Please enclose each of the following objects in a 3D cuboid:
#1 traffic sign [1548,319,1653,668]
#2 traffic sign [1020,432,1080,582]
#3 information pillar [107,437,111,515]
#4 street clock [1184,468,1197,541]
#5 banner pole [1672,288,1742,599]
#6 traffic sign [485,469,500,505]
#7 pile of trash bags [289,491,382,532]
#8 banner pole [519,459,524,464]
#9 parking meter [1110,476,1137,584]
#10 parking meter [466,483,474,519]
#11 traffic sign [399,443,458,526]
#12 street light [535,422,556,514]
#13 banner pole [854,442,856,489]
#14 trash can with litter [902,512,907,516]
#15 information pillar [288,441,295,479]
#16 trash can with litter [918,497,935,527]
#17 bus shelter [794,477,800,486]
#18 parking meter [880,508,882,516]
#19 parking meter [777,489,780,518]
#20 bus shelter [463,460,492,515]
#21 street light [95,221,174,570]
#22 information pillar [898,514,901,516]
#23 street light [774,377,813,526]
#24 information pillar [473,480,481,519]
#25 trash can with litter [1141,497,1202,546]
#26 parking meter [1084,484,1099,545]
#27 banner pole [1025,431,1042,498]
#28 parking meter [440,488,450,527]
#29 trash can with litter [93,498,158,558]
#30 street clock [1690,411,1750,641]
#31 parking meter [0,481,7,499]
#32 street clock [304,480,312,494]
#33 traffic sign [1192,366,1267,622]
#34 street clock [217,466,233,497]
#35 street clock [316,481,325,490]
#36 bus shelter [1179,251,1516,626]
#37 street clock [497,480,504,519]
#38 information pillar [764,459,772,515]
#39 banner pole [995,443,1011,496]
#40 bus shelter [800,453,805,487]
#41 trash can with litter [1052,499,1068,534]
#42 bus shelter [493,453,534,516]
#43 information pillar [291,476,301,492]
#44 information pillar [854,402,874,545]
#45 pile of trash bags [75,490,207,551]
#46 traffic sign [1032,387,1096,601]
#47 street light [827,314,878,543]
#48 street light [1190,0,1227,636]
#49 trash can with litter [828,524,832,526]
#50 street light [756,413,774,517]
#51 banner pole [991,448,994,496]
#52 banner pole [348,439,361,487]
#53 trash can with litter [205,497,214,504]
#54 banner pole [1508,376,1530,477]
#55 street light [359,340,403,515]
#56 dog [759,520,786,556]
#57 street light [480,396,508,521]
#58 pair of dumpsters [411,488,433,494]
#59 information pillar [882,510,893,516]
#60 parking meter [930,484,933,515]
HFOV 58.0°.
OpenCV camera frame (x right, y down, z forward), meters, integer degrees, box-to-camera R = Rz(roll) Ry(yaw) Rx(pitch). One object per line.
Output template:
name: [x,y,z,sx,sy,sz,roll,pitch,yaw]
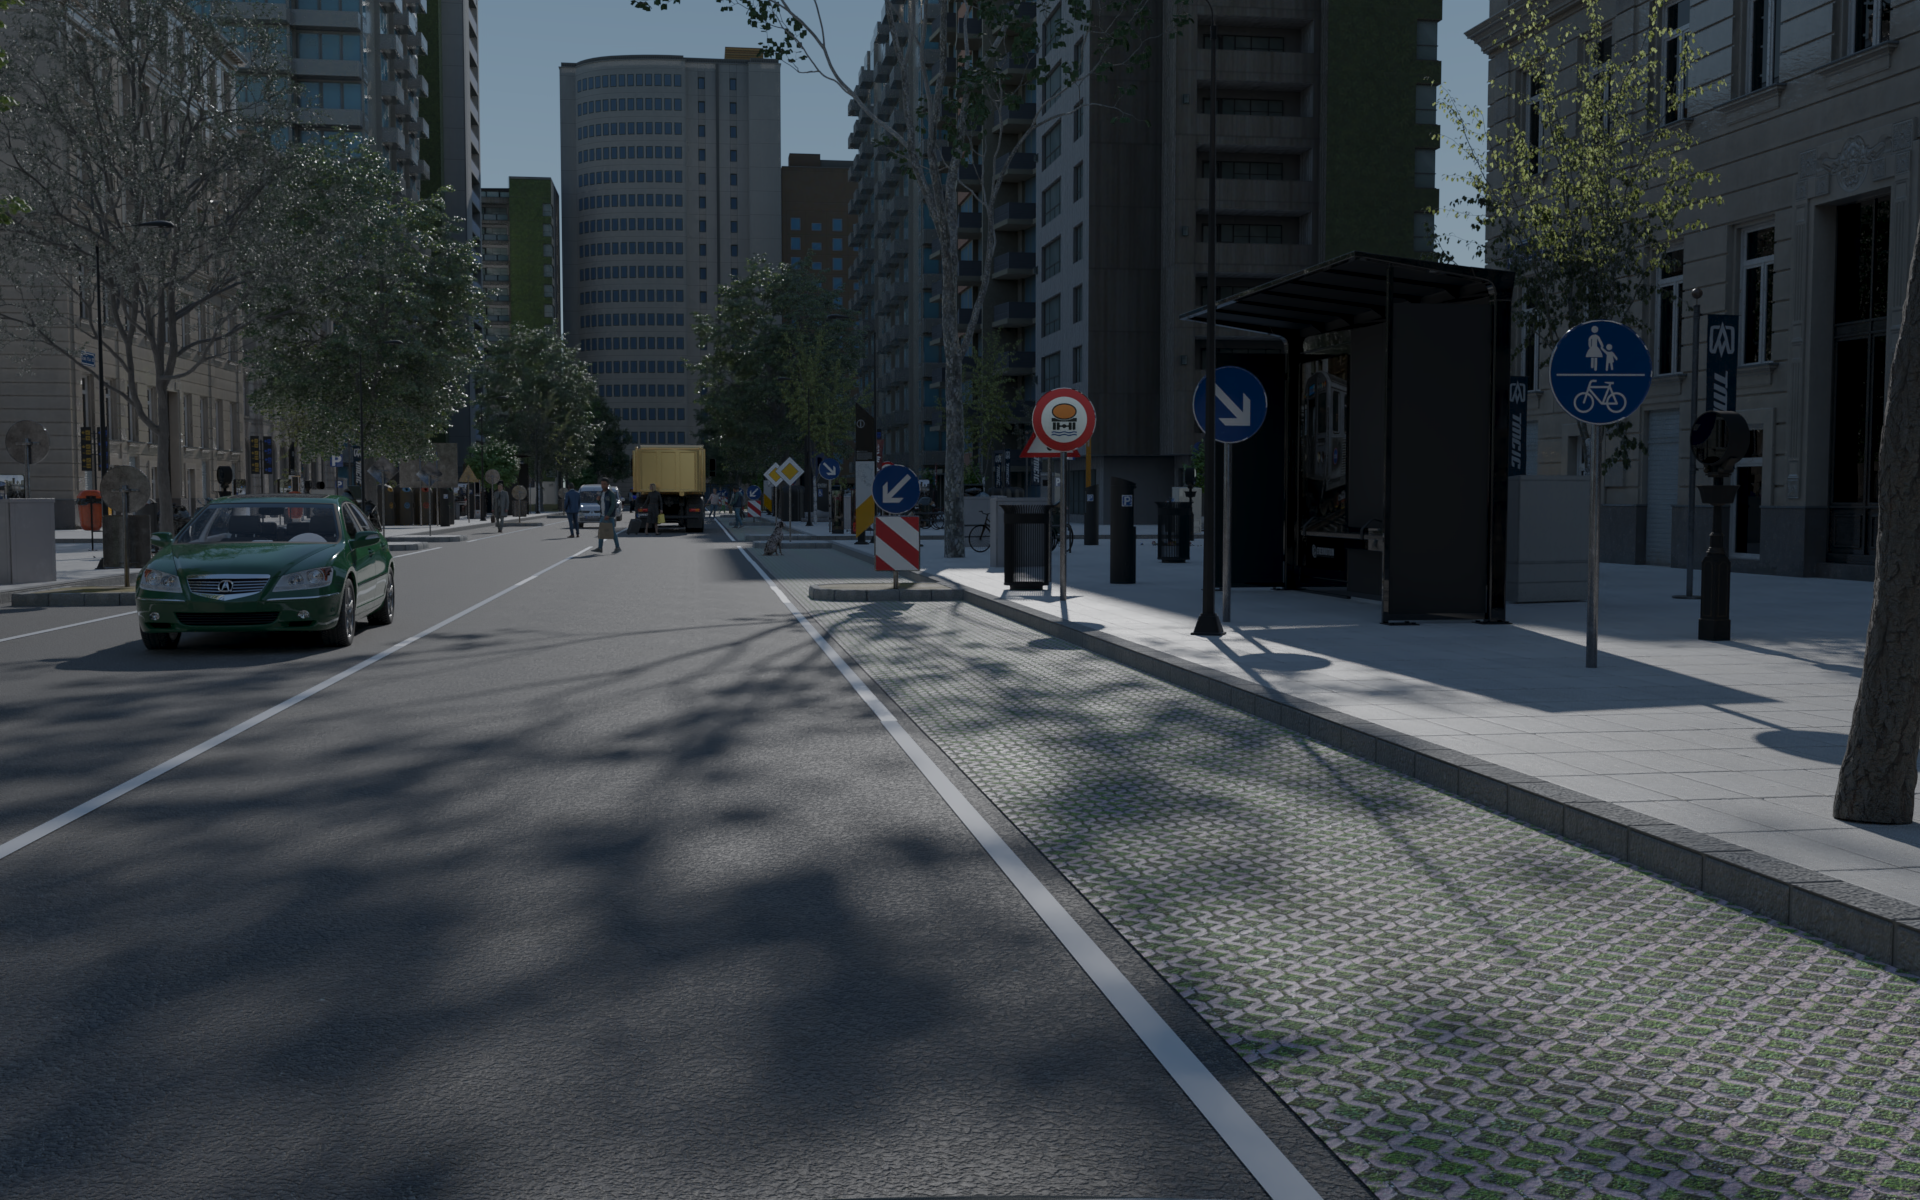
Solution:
traffic sign: [4.669,-0.772,12.728,0.768,2.556,0.104,0,4,-2]
traffic sign: [1.304,-1.539,25.162,0.884,2.594,0.081,0,4,-2]
information pillar: [-30.371,-4.303,61.704,0.183,3.616,0.504,-1,4,-14]
street clock: [6.302,-2.617,47.366,0.358,2.002,0.471,1,4,20]
banner pole: [9.183,-1.909,21.237,0.863,3.779,0.401,-1,4,-17]
traffic sign: [-24.000,-5.432,88.919,0.768,2.556,0.104,0,4,-5]
pile of trash bags: [-21.217,-2.975,58.401,3.447,1.369,1.912,1,4,15]
banner pole: [-28.857,-7.576,113.879,0.401,3.779,0.863,1,4,14]
parking meter: [2.337,-1.003,24.808,0.372,1.533,0.369,0,3,0]
parking meter: [-25.114,-5.080,88.766,0.399,1.863,0.255,-1,4,-18]
traffic sign: [-21.182,-4.598,69.046,2.265,3.308,0.079,0,4,-7]
street light: [-26.728,-8.514,111.751,1.470,5.913,1.316,-1,4,-9]
banner pole: [-4.996,-5.717,83.488,0.401,3.779,0.863,-1,4,-16]
trash can with litter: [-3.219,-5.020,93.140,1.678,1.210,2.233,1,4,23]
information pillar: [-29.676,-5.236,76.955,0.183,3.616,0.504,0,4,1]
trash can with litter: [-1.371,-3.407,67.090,0.624,1.170,1.055,1,4,13]
bus shelter: [-11.715,-7.819,121.764,2.014,3.302,5.546,-1,4,-9]
parking meter: [-3.876,-4.873,88.090,0.372,1.533,0.369,0,3,0]
parking meter: [-9.818,-5.250,94.246,0.372,1.533,0.369,0,3,0]
bus shelter: [-29.764,-7.148,108.153,1.731,3.624,6.357,-1,4,-9]
street light: [-14.052,-3.484,29.512,1.470,5.913,1.316,-1,4,-9]
information pillar: [-2.531,-3.990,69.724,0.304,2.012,0.304,-2,4,-24]
street light: [-6.563,-5.902,69.046,1.470,5.913,1.316,-1,4,-9]
information pillar: [-24.903,-5.186,89.281,0.304,2.012,0.304,-2,4,-28]
trash can with litter: [5.376,-1.982,43.465,1.678,1.210,2.233,0,4,7]
parking meter: [3.297,-2.142,43.441,0.372,1.533,0.369,0,3,0]
banner pole: [2.901,-4.846,69.256,0.863,3.779,0.401,0,4,1]
parking meter: [-20.316,-3.663,68.305,0.372,1.533,0.369,0,3,0]
trash can with litter: [-16.296,-1.473,35.145,2.233,1.210,1.678,1,4,22]
street clock: [6.624,-0.647,15.152,0.358,2.002,0.471,-1,4,-20]
parking meter: [-18.023,-1.466,32.380,0.372,1.533,0.369,0,3,0]
street clock: [-34.189,-5.279,90.886,0.358,2.002,0.471,0,4,-2]
traffic sign: [2.676,-1.052,17.311,0.768,2.556,0.104,-1,4,-8]
street clock: [-18.878,-2.443,44.507,0.471,2.002,0.358,3,5,44]
street clock: [-36.058,-5.697,97.723,0.358,2.002,0.471,1,4,18]
bus shelter: [4.195,-1.754,19.964,1.731,3.624,6.357,-1,4,-9]
street clock: [-23.944,-5.245,90.324,0.358,2.002,0.471,0,4,-1]
information pillar: [-11.707,-6.982,105.509,0.504,3.616,0.183,-2,4,-28]
banner pole: [2.236,-5.764,84.259,0.401,3.779,0.863,-2,4,-31]
bus shelter: [-8.656,-6.733,101.366,1.731,3.624,6.357,-1,4,-9]
trash can with litter: [2.932,-2.705,55.619,1.055,1.170,0.624,0,4,1]
bus shelter: [-26.364,-6.814,102.691,1.731,3.624,6.357,-1,4,-9]
information pillar: [-26.916,-4.021,70.241,0.304,2.012,0.304,-1,4,-11]
information pillar: [-2.422,-3.214,43.911,0.504,3.616,0.183,1,4,15]
pile of trash bags: [-18.523,-1.854,40.058,3.447,1.369,1.912,-2,4,-29]
traffic sign: [1.243,-1.265,20.784,0.768,2.556,0.104,0,4,0]
street light: [-2.742,-4.431,44.980,1.470,5.913,1.316,-1,4,-9]
street light: [1.735,-2.632,15.574,1.470,5.913,1.316,-1,4,-9]
trash can with litter: [-4.704,-3.684,71.295,1.678,1.210,2.233,3,5,42]
street light: [-11.095,-7.700,98.443,1.470,5.913,1.316,-1,4,-9]
banner pole: [1.938,-6.308,93.152,0.863,3.779,0.401,-2,4,-34]
banner pole: [-27.598,-5.444,79.028,0.863,3.779,0.401,-1,4,-20]
trash can with litter: [-24.299,-2.789,56.980,1.055,1.170,0.624,0,4,2]
banner pole: [10.239,-2.584,32.271,0.863,3.779,0.401,-1,4,-23]
street light: [-17.514,-4.881,52.354,1.470,5.913,1.316,-1,4,-9]
dog: [-4.437,-1.429,40.202,0.800,0.831,0.513,-1,4,-8]
street light: [-22.148,-6.714,82.308,1.470,5.913,1.316,-1,4,-9]
pair of dumpsters: [-25.592,-4.898,82.568,1.574,2.255,4.437,-1,4,-9]
information pillar: [-2.358,-3.214,57.043,0.304,2.012,0.304,2,4,30]
parking meter: [-1.650,-5.546,96.383,0.255,1.863,0.399,0,4,-7]
